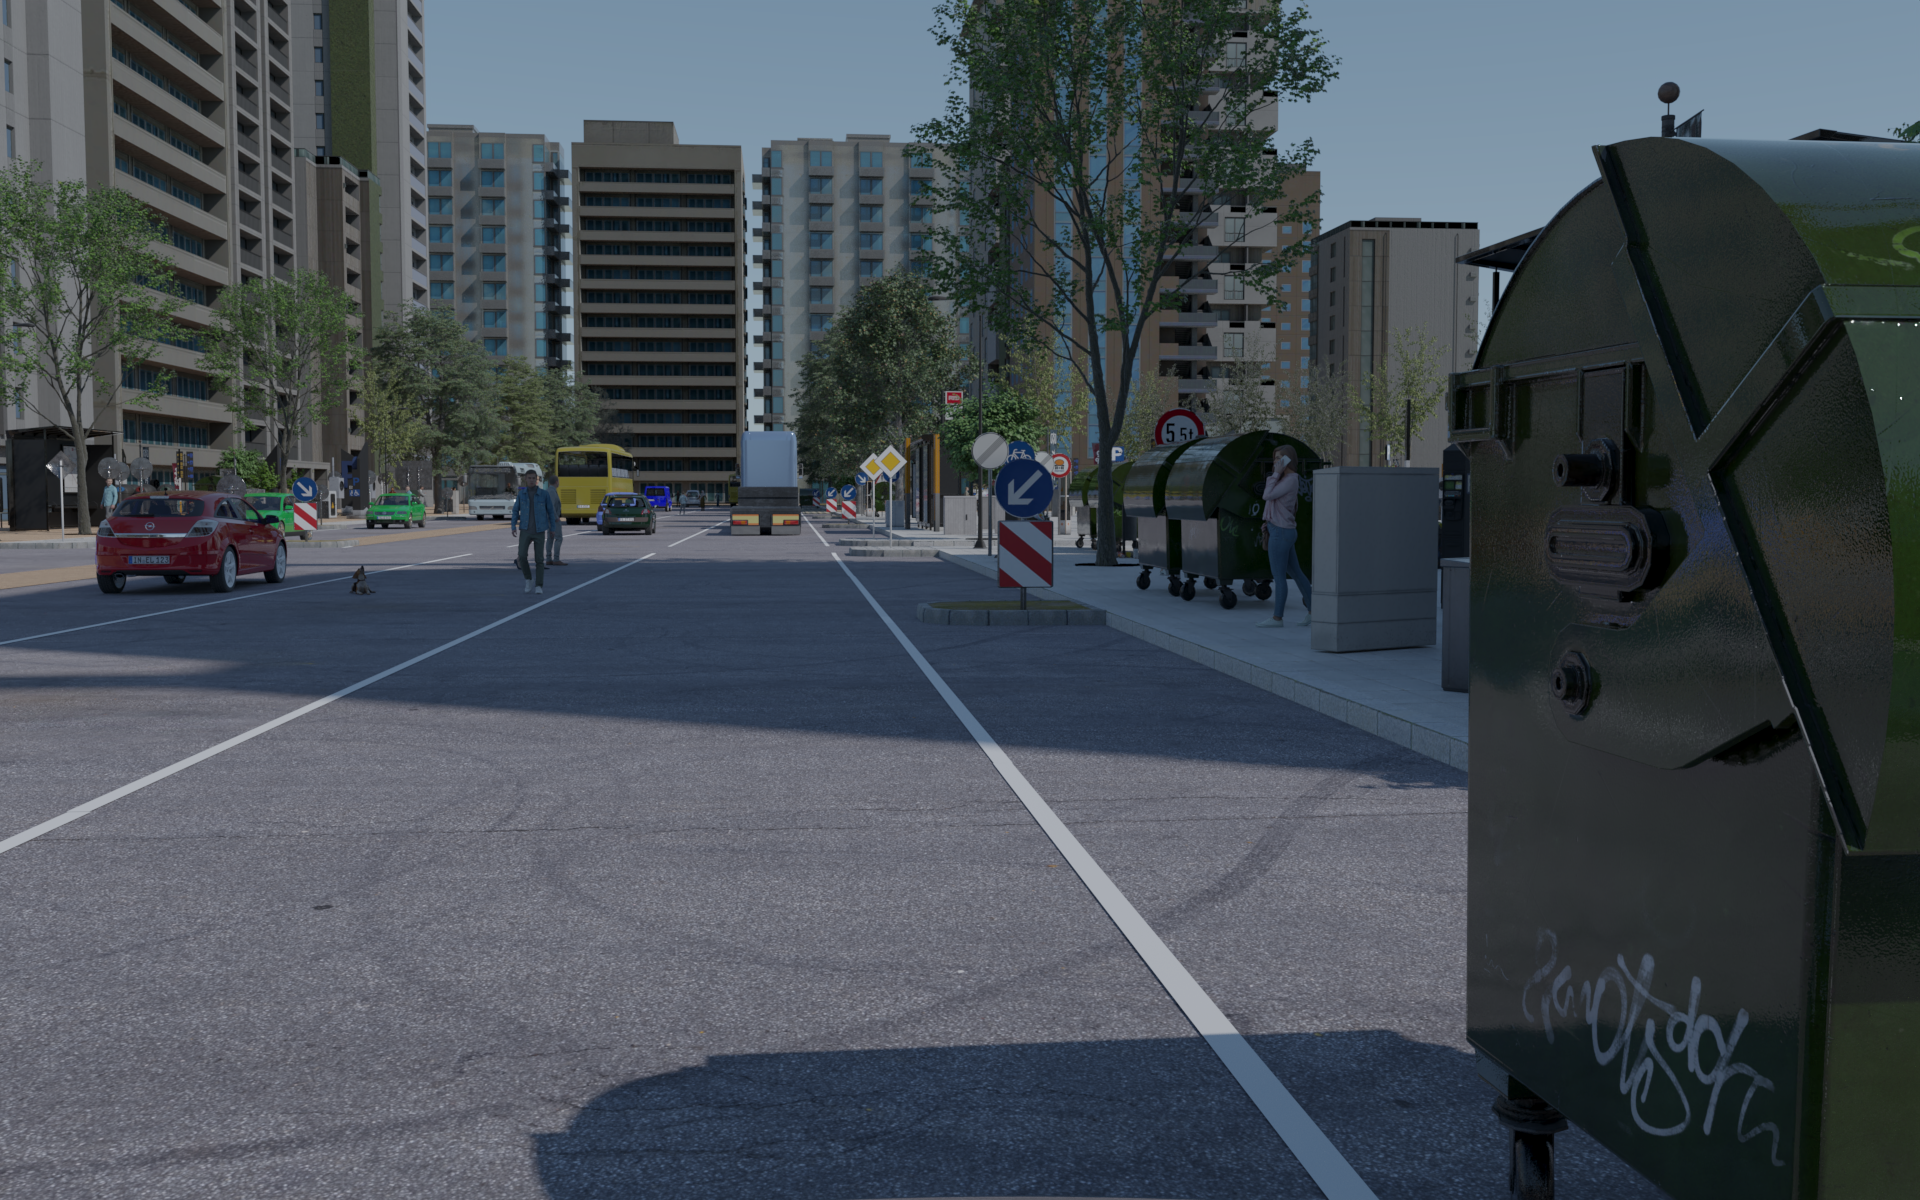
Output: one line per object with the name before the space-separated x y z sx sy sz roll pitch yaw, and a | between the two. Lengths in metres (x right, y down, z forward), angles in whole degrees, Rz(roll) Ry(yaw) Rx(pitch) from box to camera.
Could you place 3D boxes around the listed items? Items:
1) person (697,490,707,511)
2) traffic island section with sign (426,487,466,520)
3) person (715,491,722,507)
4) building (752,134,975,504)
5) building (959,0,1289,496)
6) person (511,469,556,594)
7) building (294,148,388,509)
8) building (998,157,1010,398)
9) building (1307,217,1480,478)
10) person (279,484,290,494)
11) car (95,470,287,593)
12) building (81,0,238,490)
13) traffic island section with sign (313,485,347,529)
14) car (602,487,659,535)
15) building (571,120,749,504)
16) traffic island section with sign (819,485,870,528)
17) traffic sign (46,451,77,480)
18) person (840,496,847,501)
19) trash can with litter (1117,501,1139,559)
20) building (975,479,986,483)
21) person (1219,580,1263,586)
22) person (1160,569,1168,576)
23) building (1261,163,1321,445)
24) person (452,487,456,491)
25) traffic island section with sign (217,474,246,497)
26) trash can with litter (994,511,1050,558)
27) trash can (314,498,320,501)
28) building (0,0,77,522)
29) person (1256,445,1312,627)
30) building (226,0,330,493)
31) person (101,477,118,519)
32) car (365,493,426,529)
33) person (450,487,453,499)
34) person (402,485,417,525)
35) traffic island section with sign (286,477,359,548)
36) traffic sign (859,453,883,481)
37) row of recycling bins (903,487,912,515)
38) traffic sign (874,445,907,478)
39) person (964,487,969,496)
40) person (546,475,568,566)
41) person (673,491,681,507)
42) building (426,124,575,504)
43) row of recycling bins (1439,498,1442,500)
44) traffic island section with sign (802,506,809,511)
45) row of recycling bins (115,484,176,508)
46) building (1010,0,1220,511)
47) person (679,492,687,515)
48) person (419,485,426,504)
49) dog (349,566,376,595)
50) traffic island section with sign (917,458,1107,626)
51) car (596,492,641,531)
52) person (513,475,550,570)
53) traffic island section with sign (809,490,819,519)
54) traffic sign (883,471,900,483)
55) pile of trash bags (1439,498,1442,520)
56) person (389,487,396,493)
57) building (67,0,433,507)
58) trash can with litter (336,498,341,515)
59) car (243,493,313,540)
person | -21.614 -8.306 145.032 1.217 1.736 0.721 3 5 40
traffic island section with sign | -29.066 -5.471 98.076 1.989 1.847 2.006 0 4 -6
person | -27.150 -11.370 194.482 0.705 1.814 1.350 -3 5 -42
building | -12.451 -37.529 233.200 30.456 49.044 23.786 0 4 -6
building | 15.594 -35.706 173.038 28.713 52.752 27.495 0 4 -6
person | -6.129 -0.981 24.884 0.601 1.785 0.444 0 4 -4
building | -57.652 -22.960 147.100 14.160 30.474 14.107 0 4 -6
building | 10.138 -23.213 151.239 14.160 30.474 14.107 0 4 -6
building | 45.914 -25.271 184.886 14.107 30.474 14.160 0 4 -6
person | -34.100 -4.975 87.288 0.836 1.842 0.656 1 4 11
car | -11.671 -1.070 26.529 2.155 1.783 4.494 0 4 -7
building | -57.865 -29.322 103.124 21.300 48.544 21.600 0 4 -6
traffic island section with sign | -26.372 -3.829 71.237 1.989 1.847 2.006 0 4 -6
car | -11.761 -3.172 61.652 2.009 1.686 4.222 0 4 -7
building | -38.985 -36.980 228.317 21.600 48.544 21.300 0 4 -6
traffic island section with sign | -4.849 -3.961 73.384 1.989 1.847 2.006 0 4 -6
traffic sign | -24.202 -2.720 46.660 0.795 2.593 0.064 0 4 -6
person | -12.816 -11.489 193.964 1.350 1.814 0.705 2 4 27
trash can with litter | 3.714 -1.480 35.264 1.678 1.210 2.233 2 4 31
building | 16.954 -24.048 238.226 28.899 21.520 27.650 0 4 -6
person | 3.887 -1.098 24.264 0.850 1.792 0.678 -2 4 -28
person | 3.244 -1.017 27.362 0.352 1.250 0.332 -2 4 -30
building | 39.254 -35.660 233.158 14.200 45.320 14.600 0 4 -6
person | -39.326 -7.874 134.785 0.705 1.823 1.348 -2 4 -33
traffic island section with sign | -16.871 -1.929 39.672 2.006 1.907 1.989 0 4 -6
trash can with litter | 1.162 -1.303 32.691 1.055 1.170 0.624 1 4 21
trash can | -33.929 -4.870 91.272 0.748 1.137 0.748 0 3 0
building | -52.457 -32.315 70.351 21.231 58.520 28.212 0 4 -6
person | 3.188 -0.616 16.701 0.643 1.750 0.593 1 4 10
building | -59.077 -42.205 128.301 20.563 71.187 20.611 0 4 -6
person | -28.066 -3.145 57.326 0.638 1.841 0.748 3 5 41
car | -23.591 -3.895 72.471 1.959 1.807 4.718 0 4 -6
person | -40.535 -8.070 138.129 0.705 1.807 1.348 -1 4 -18
person | -25.654 -4.427 80.745 0.748 1.841 0.638 -1 4 -20
traffic island section with sign | -17.603 -2.380 47.043 2.006 1.907 1.989 0 4 -6
traffic sign | -2.415 -2.852 48.823 0.795 2.593 0.064 0 4 -6
row of recycling bins | -2.891 -6.100 106.848 1.069 1.692 3.534 1 4 12
traffic sign | -1.616 -2.366 40.878 0.795 2.593 0.064 0 4 -6
person | 0.490 -6.820 118.106 0.362 1.759 0.519 -1 4 -10
person | -8.183 -1.604 34.826 0.391 1.810 0.635 -2 4 -34
person | -31.034 -11.130 190.612 1.348 1.807 0.705 0 4 6
building | -65.980 -37.154 227.075 30.456 49.044 23.786 0 4 -6
row of recycling bins | 31.879 -6.546 114.138 1.069 1.692 3.534 -1 4 -8
traffic island section with sign | -12.614 -8.679 150.528 1.989 1.847 2.006 0 4 -6
row of recycling bins | -33.650 -3.882 70.577 3.534 1.692 1.069 0 4 1
building | 11.717 -29.764 136.746 14.600 45.320 14.200 0 4 -6
person | -18.736 -6.538 117.208 0.589 1.601 0.330 0 4 -1
person | -32.341 -5.992 104.195 0.466 1.800 0.511 -2 4 -29
dog | -8.567 -0.292 24.975 0.550 0.427 0.748 1 4 17
traffic island section with sign | 0.528 -0.685 19.824 1.989 1.847 2.006 0 4 -6
car | -13.191 -3.565 67.871 1.945 1.707 3.694 0 4 -4
person | -8.135 -1.488 32.858 0.654 1.822 0.581 0 3 0
traffic island section with sign | -7.592 -5.625 100.592 1.989 1.847 2.006 0 4 -6
traffic sign | -3.026 -4.665 76.376 0.768 2.556 0.104 0 4 1
pile of trash bags | 22.817 -4.595 84.874 3.447 1.369 1.912 -2 4 -32
person | -45.039 -8.042 137.486 1.348 1.831 0.705 -1 4 -18
building | -67.116 -38.333 168.750 28.212 58.520 21.231 0 4 -6
trash can with litter | -37.751 -5.669 103.753 1.678 1.210 2.233 0 4 6
car | -20.259 -2.550 50.497 1.959 1.807 4.718 0 4 -5
